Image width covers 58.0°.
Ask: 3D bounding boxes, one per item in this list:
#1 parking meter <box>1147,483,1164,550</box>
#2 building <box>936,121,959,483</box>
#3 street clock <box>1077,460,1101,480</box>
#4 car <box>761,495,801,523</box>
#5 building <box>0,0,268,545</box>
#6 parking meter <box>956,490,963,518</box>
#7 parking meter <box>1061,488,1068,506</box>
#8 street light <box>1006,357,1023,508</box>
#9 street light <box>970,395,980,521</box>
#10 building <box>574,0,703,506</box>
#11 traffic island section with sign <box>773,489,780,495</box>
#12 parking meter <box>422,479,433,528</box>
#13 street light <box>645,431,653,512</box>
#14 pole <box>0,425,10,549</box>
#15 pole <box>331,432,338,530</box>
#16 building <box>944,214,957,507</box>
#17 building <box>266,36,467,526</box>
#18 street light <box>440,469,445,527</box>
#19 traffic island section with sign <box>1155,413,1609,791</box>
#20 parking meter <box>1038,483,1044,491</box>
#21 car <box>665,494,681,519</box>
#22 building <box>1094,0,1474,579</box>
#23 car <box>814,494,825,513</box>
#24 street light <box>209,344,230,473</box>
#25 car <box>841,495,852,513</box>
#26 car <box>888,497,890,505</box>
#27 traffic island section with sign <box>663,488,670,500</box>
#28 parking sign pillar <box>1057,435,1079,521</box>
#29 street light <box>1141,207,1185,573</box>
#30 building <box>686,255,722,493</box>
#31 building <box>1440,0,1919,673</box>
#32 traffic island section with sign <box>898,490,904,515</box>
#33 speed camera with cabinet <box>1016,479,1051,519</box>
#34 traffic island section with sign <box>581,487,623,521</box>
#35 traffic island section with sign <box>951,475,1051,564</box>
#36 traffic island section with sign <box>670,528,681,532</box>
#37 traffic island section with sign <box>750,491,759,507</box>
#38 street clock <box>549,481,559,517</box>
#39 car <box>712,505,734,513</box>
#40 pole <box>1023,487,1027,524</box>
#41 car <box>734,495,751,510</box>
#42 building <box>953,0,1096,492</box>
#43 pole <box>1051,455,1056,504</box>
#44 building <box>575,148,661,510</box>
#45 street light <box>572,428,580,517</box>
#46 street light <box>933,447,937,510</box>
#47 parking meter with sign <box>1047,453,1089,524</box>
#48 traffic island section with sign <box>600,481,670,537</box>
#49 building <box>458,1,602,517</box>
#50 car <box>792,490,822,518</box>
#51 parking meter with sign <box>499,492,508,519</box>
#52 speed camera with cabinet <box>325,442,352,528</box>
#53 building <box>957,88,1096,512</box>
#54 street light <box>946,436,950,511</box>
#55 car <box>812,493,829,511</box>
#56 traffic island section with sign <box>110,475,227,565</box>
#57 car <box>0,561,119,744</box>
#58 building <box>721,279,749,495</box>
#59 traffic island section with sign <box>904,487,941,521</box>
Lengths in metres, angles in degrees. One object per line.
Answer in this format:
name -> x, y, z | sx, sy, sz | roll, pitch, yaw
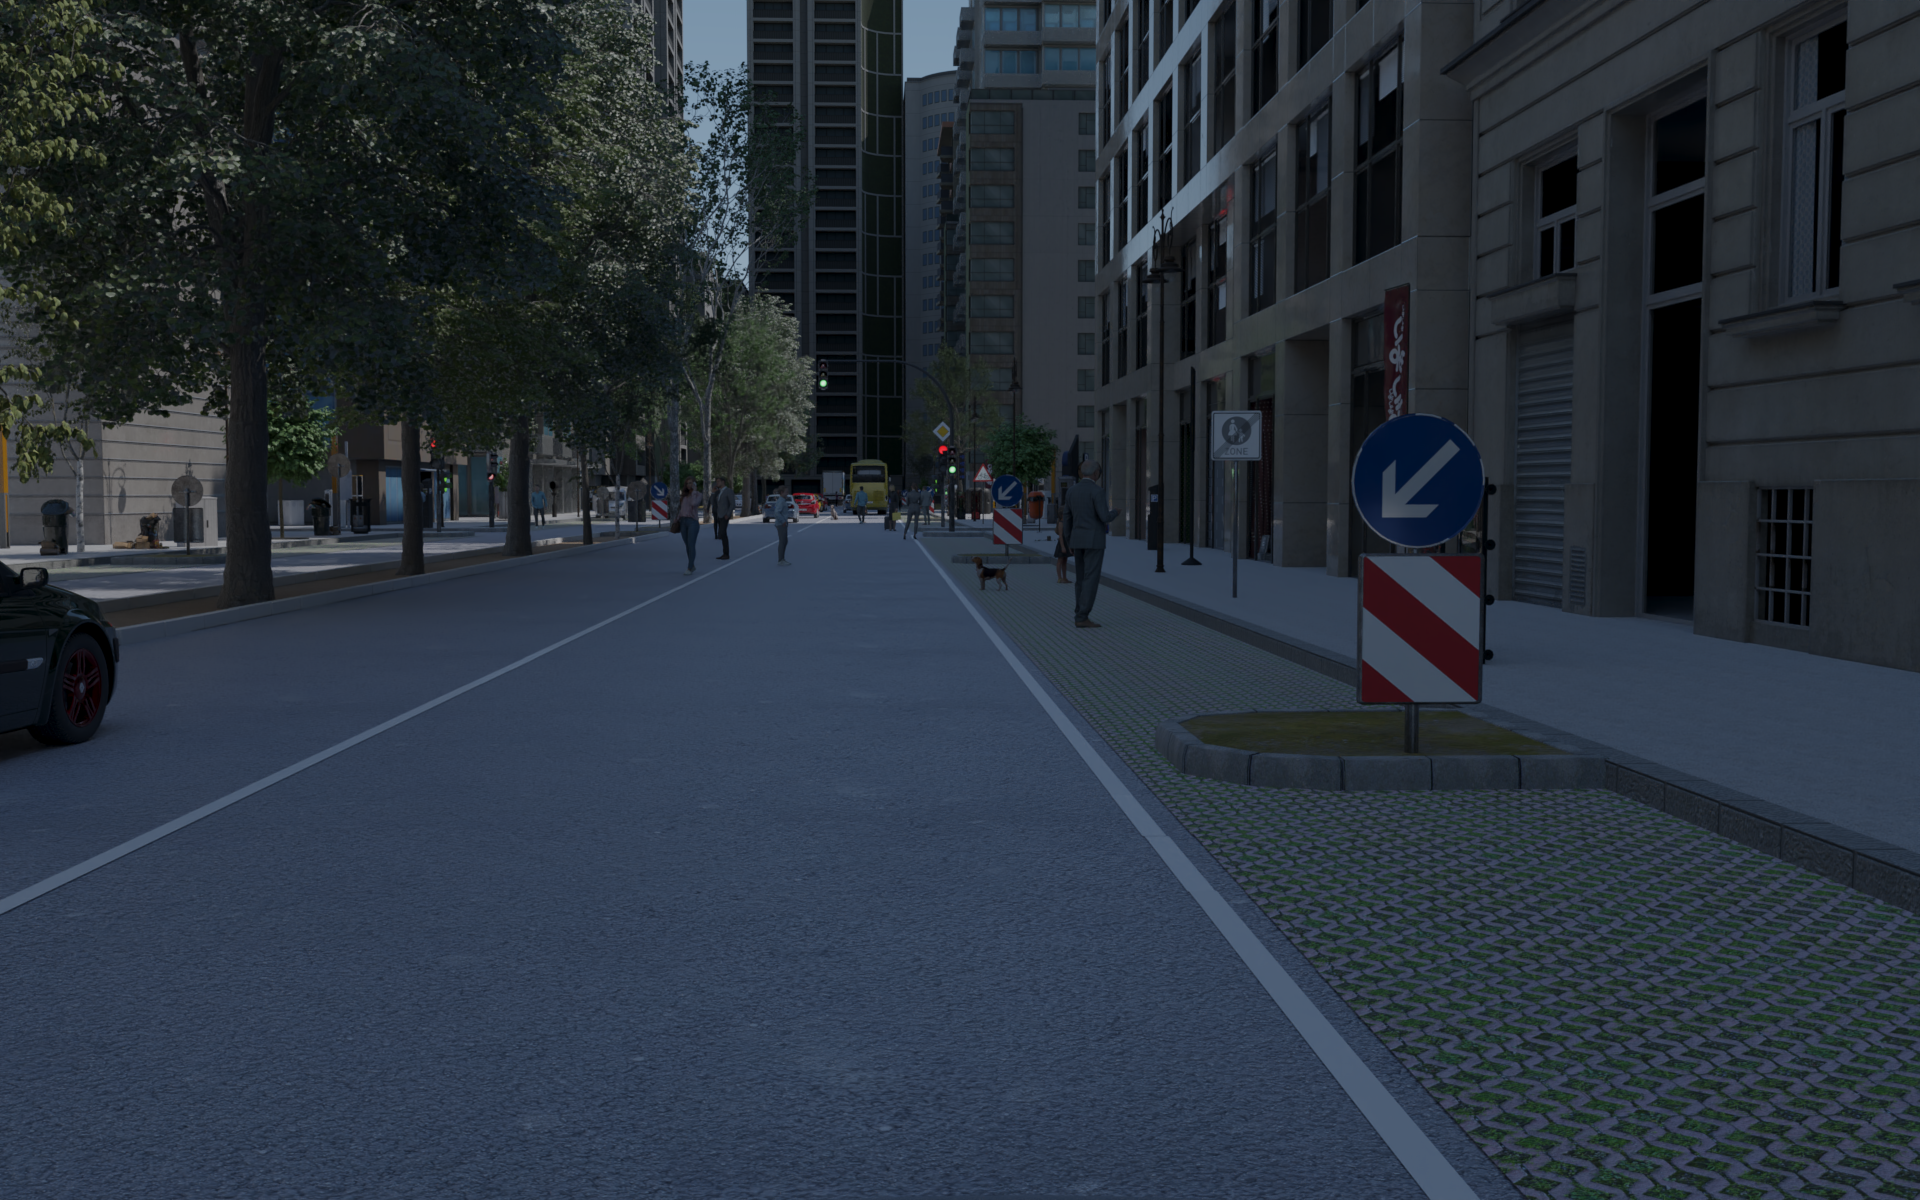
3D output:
parking meter -> 4.483, -1.912, 39.674 | 0.372, 1.533, 0.369 | 0, 3, 0
building -> 8.465, -33.469, 201.841 | 22.147, 44.769, 28.867 | 0, 4, -3
street clock -> 2.744, -1.973, 36.821 | 0.471, 2.002, 0.358 | 2, 4, 33
car -> -9.033, -4.610, 87.368 | 2.014, 1.417, 4.499 | 0, 4, -4
building -> -33.317, -12.625, 48.212 | 24.055, 21.916, 13.314 | 0, 4, -3
parking meter -> -0.030, -5.277, 94.685 | 0.372, 1.533, 0.369 | 0, 3, 0
parking meter -> 4.372, -3.864, 71.590 | 0.372, 1.533, 0.369 | 0, 3, 0
street light -> 1.837, -5.252, 58.659 | 0.468, 5.910, 1.993 | 0, 4, -3
street light -> 0.688, -6.623, 81.074 | 0.468, 5.910, 1.993 | 0, 4, -3
building -> -38.003, -45.681, 185.144 | 20.563, 71.187, 20.611 | 0, 4, -3
traffic island section with sign -> -14.961, -8.140, 141.222 | 2.006, 1.907, 1.989 | 0, 4, -3
parking meter -> -20.056, -3.640, 65.227 | 0.255, 1.863, 0.399 | 1, 4, 12
street light -> -22.783, -9.442, 127.165 | 0.468, 5.910, 1.993 | 0, 4, -3
pole -> -22.439, -2.860, 40.598 | 0.158, 3.312, 0.155 | 0, 3, 0
pole -> -19.935, -3.758, 55.283 | 0.158, 3.312, 0.155 | 0, 3, 0
building -> 5.283, -25.013, 180.656 | 14.160, 30.474, 14.107 | 0, 4, -3
building -> -30.561, -26.033, 75.745 | 14.600, 45.320, 14.200 | 0, 4, -3
street light -> -19.955, -5.738, 66.600 | 0.468, 5.910, 1.993 | 0, 4, -3
traffic island section with sign -> 2.105, -0.039, 9.259 | 1.989, 1.847, 2.006 | 0, 4, -3
parking meter -> 4.667, -5.783, 100.256 | 0.255, 1.863, 0.399 | -2, 4, -30
car -> -15.688, -5.311, 96.625 | 2.009, 1.686, 4.222 | 0, 4, -5
building -> 14.785, -14.377, 39.582 | 19.350, 26.468, 34.151 | 0, 4, -3
car -> -11.560, -7.606, 134.585 | 2.015, 1.641, 3.980 | 0, 4, -1
street light -> -18.999, -4.410, 44.894 | 0.468, 5.910, 1.993 | 0, 4, -3
car -> -8.042, -7.336, 131.953 | 2.014, 1.417, 4.499 | 0, 4, -4
car -> -7.947, -12.584, 215.334 | 1.945, 1.707, 3.694 | 0, 4, -3
traffic island section with sign -> -20.107, -6.768, 119.277 | 1.989, 1.847, 2.006 | 0, 4, -3
parking sign pillar -> 4.964, -5.472, 77.937 | 1.447, 3.967, 1.447 | 1, 4, 20
street light -> 3.283, -3.390, 28.220 | 0.468, 5.910, 1.993 | 0, 4, -3
building -> -36.743, -26.663, 207.644 | 14.107, 30.474, 14.160 | 0, 4, -3
building -> 14.337, -10.661, 7.587 | 16.112, 22.955, 30.059 | 0, 4, -3
traffic island section with sign -> -3.085, -6.737, 118.777 | 1.989, 1.847, 2.006 | 0, 4, -3
speed camera with cabinet -> 3.973, -5.854, 90.055 | 0.660, 3.252, 2.038 | -3, 4, -39
traffic island section with sign -> -18.770, -5.038, 90.995 | 1.989, 1.847, 2.006 | 0, 4, -3
traffic island section with sign -> 0.827, -1.685, 36.184 | 1.989, 1.847, 2.006 | 0, 4, -3
traffic island section with sign -> -11.397, -3.549, 66.168 | 2.006, 1.907, 1.989 | 0, 4, -3
traffic island section with sign -> -23.692, -11.411, 195.200 | 1.989, 1.847, 2.006 | 0, 4, -3
street clock -> -22.368, -5.559, 95.464 | 0.471, 2.002, 0.358 | 2, 4, 28
car -> -17.762, -7.116, 128.353 | 2.014, 1.417, 4.499 | 0, 4, -2
pole -> 2.742, -4.886, 73.731 | 0.158, 3.312, 0.155 | 0, 3, 0
car -> -19.348, -8.610, 153.140 | 2.083, 1.381, 4.827 | 0, 4, -2
building -> 10.795, -32.934, 158.084 | 23.786, 49.044, 30.456 | 0, 4, -3
pole -> 4.055, -4.975, 75.185 | 0.158, 3.312, 0.155 | 0, 3, 0
building -> -33.462, -22.988, 147.550 | 14.160, 30.474, 14.107 | 0, 4, -3
street light -> -21.295, -7.565, 96.481 | 0.468, 5.910, 1.993 | 0, 4, -3
street light -> -2.085, -10.304, 141.257 | 0.468, 5.910, 1.993 | 0, 4, -3
parking meter with sign -> 4.592, -4.771, 74.260 | 1.738, 3.016, 0.543 | 1, 4, 23
traffic island section with sign -> -11.056, -3.097, 58.769 | 2.006, 1.907, 1.989 | 0, 4, -3
building -> -35.472, -29.733, 105.739 | 23.786, 49.044, 30.456 | 0, 4, -3
car -> -9.417, -5.824, 104.259 | 2.155, 1.783, 4.494 | 0, 4, -3
parking meter with sign -> -23.319, -5.676, 89.060 | 1.738, 3.016, 0.543 | -3, 5, -41
speed camera with cabinet -> -23.605, -4.365, 65.707 | 0.660, 3.252, 2.038 | -2, 4, -32
building -> 7.348, -21.750, 127.314 | 14.160, 30.474, 14.107 | 0, 4, -3
street light -> -0.716, -8.468, 111.239 | 0.468, 5.910, 1.993 | 0, 4, -3
car -> -12.337, -8.526, 148.441 | 2.155, 1.783, 4.494 | 0, 4, -1
traffic island section with sign -> -16.145, -1.661, 35.791 | 1.989, 1.847, 2.006 | 0, 4, -3
car -> -5.867, 0.066, 8.709 | 2.009, 1.686, 4.222 | 0, 4, -1
building -> -35.537, -28.208, 232.899 | 14.107, 30.474, 14.160 | 0, 4, -3
traffic island section with sign -> -1.816, -5.090, 91.852 | 1.989, 1.847, 2.006 | 0, 4, -3
